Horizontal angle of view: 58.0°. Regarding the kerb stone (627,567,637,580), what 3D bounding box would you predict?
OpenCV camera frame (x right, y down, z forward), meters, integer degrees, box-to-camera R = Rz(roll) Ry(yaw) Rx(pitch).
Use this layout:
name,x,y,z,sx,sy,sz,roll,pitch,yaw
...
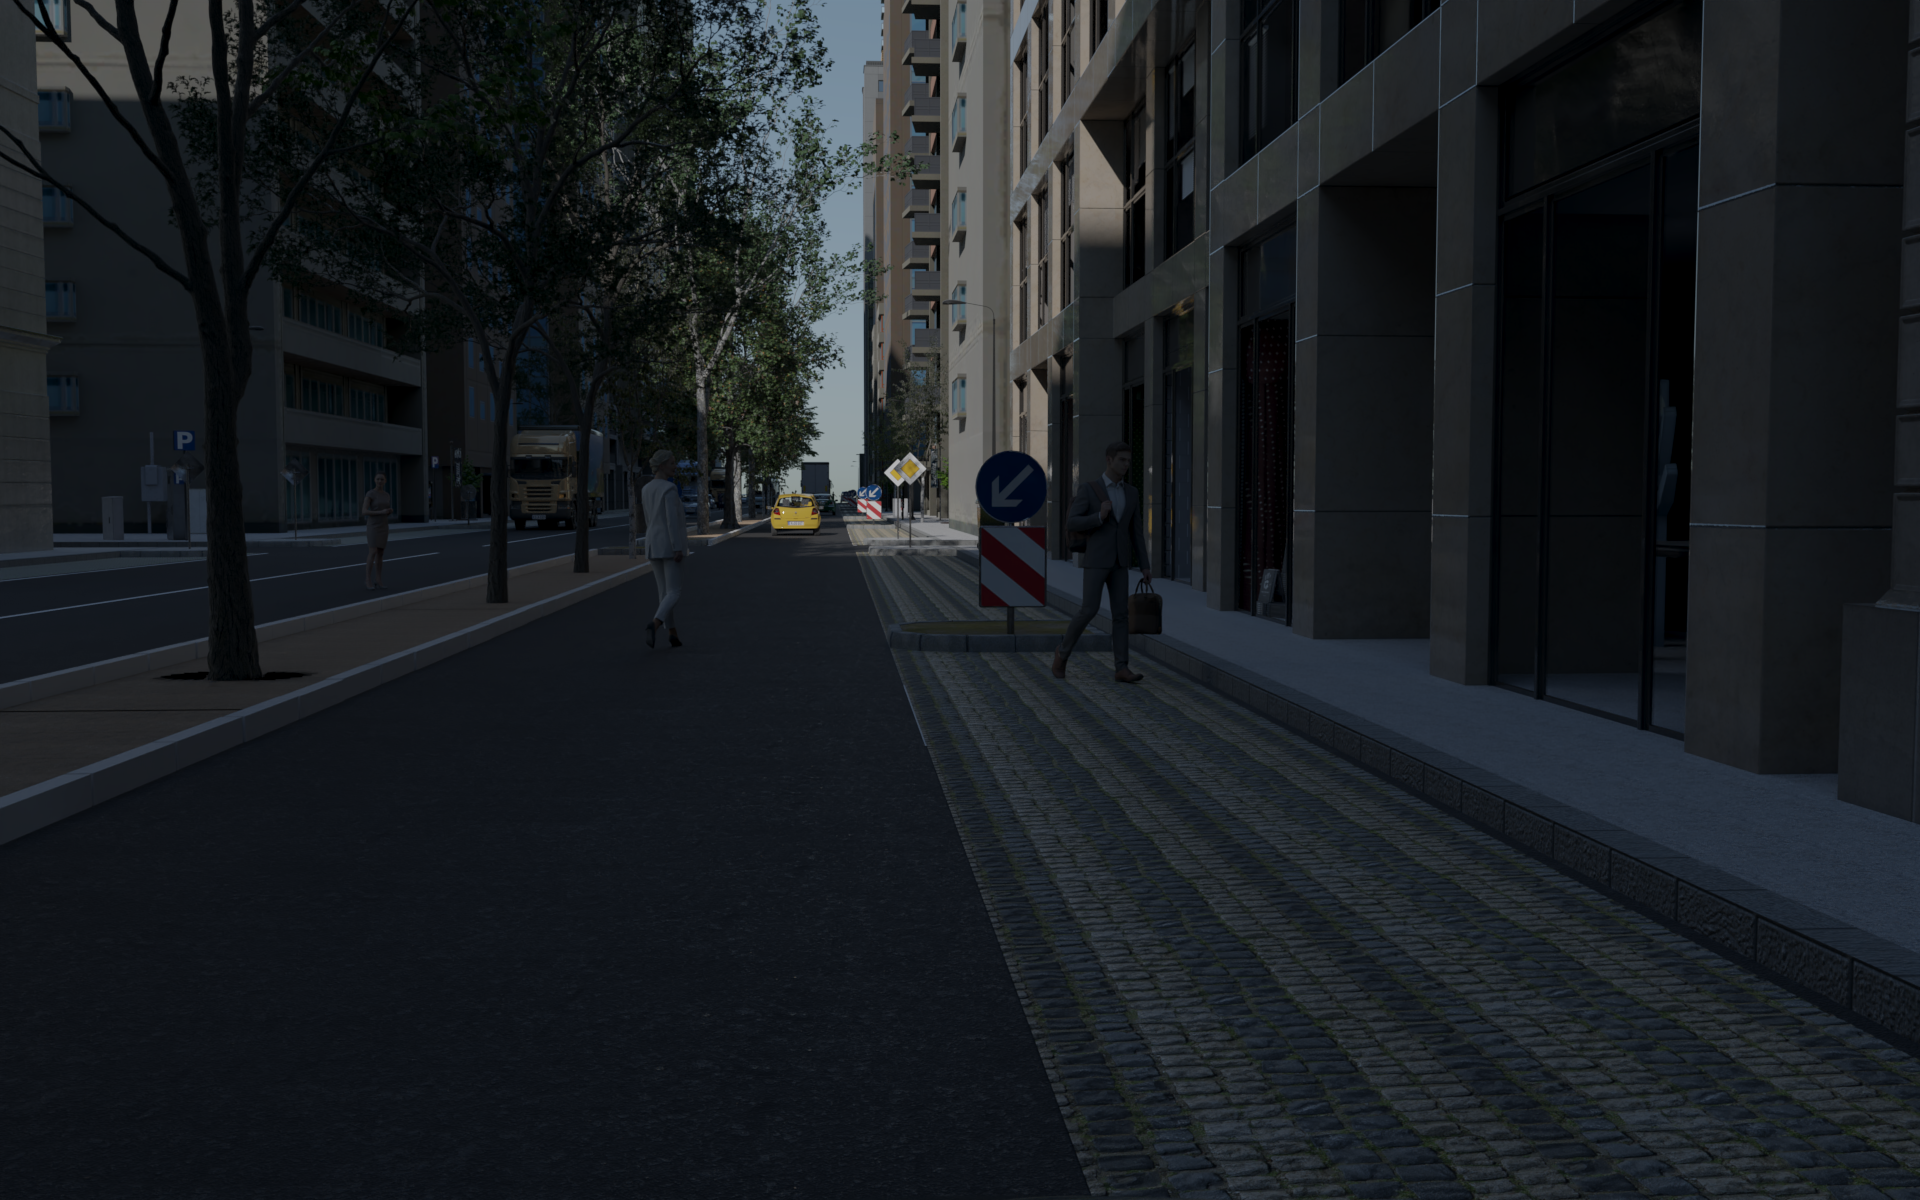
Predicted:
name,x,y,z,sx,sy,sz,roll,pitch,yaw
kerb stone,-5.556,-0.408,28.901,0.120,0.150,1.000,0,4,-4

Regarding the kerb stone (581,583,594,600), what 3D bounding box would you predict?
name,x,y,z,sx,sy,sz,roll,pitch,yaw
kerb stone,-5.191,-0.091,23.785,0.120,0.150,1.000,0,4,-4

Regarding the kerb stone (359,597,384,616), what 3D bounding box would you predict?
name,x,y,z,sx,sy,sz,roll,pitch,yaw
kerb stone,-7.063,0.100,20.560,0.120,0.150,1.000,0,4,-4

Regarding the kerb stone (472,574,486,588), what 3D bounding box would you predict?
name,x,y,z,sx,sy,sz,roll,pitch,yaw
kerb stone,-7.503,-0.274,26.682,0.120,0.150,1.000,0,4,-4

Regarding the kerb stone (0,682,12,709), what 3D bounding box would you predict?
name,x,y,z,sx,sy,sz,roll,pitch,yaw
kerb stone,-6.396,0.666,11.365,0.120,0.150,1.000,0,4,-4

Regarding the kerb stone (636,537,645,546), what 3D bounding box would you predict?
name,x,y,z,sx,sy,sz,roll,pitch,yaw
kerb stone,-9.181,-1.685,49.738,0.120,0.150,1.000,0,4,-4

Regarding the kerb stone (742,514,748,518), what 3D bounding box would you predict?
name,x,y,z,sx,sy,sz,roll,pitch,yaw
kerb stone,-13.482,-5.311,109.038,0.120,0.150,1.000,0,4,-4

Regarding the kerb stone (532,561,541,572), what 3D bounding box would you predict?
name,x,y,z,sx,sy,sz,roll,pitch,yaw
kerb stone,-7.879,-0.588,31.806,0.120,0.150,1.000,0,4,-4

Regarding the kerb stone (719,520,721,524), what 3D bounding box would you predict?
name,x,y,z,sx,sy,sz,roll,pitch,yaw
kerb stone,-11.473,-3.623,81.433,0.120,0.150,1.000,0,4,-4

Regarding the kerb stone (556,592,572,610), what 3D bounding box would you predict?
name,x,y,z,sx,sy,sz,roll,pitch,yaw
kerb stone,-5.042,0.031,21.736,0.120,0.150,1.000,0,4,-4

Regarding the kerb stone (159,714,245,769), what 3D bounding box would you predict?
name,x,y,z,sx,sy,sz,roll,pitch,yaw
kerb stone,-4.155,0.778,9.472,0.120,0.150,1.000,0,4,-4

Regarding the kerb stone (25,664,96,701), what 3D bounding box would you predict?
name,x,y,z,sx,sy,sz,roll,pitch,yaw
kerb stone,-6.474,0.602,12.390,0.120,0.150,1.000,0,4,-4

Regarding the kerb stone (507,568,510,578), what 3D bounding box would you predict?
name,x,y,z,sx,sy,sz,roll,pitch,yaw
kerb stone,-7.658,-0.400,28.731,0.120,0.150,1.000,0,4,-4

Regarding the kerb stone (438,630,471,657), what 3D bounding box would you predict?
name,x,y,z,sx,sy,sz,roll,pitch,yaw
kerb stone,-4.594,0.405,15.597,0.120,0.150,1.000,0,4,-4

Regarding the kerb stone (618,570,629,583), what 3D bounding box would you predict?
name,x,y,z,sx,sy,sz,roll,pitch,yaw
kerb stone,-5.491,-0.347,27.872,0.120,0.150,1.000,0,4,-4

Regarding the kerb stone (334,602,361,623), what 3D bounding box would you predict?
name,x,y,z,sx,sy,sz,roll,pitch,yaw
kerb stone,-6.985,0.162,19.540,0.120,0.150,1.000,0,4,-4

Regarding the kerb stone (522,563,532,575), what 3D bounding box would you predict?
name,x,y,z,sx,sy,sz,roll,pitch,yaw
kerb stone,-7.797,-0.525,30.774,0.120,0.150,1.000,0,4,-4

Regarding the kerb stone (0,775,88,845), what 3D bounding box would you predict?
name,x,y,z,sx,sy,sz,roll,pitch,yaw
kerb stone,-4.003,0.903,7.434,0.120,0.150,1.000,0,4,-4

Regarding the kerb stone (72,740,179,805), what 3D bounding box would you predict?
name,x,y,z,sx,sy,sz,roll,pitch,yaw
kerb stone,-4.079,0.841,8.453,0.120,0.150,1.000,0,4,-4

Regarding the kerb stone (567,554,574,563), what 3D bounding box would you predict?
name,x,y,z,sx,sy,sz,roll,pitch,yaw
kerb stone,-8.188,-0.838,35.898,0.120,0.150,1.000,0,4,-4

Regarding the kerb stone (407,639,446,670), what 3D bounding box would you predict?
name,x,y,z,sx,sy,sz,roll,pitch,yaw
kerb stone,-4.519,0.466,14.578,0.120,0.150,1.000,0,4,-4

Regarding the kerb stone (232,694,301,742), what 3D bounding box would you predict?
name,x,y,z,sx,sy,sz,roll,pitch,yaw
kerb stone,-4.223,0.716,10.493,0.120,0.150,1.000,0,4,-4

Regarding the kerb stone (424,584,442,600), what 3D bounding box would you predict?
name,x,y,z,sx,sy,sz,roll,pitch,yaw
kerb stone,-7.278,-0.087,23.619,0.120,0.150,1.000,0,4,-4

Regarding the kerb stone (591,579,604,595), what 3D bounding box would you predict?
name,x,y,z,sx,sy,sz,roll,pitch,yaw
kerb stone,-5.266,-0.160,24.810,0.120,0.150,1.000,0,4,-4

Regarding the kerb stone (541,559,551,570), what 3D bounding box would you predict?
name,x,y,z,sx,sy,sz,roll,pitch,yaw
kerb stone,-7.951,-0.648,32.826,0.120,0.150,1.000,0,4,-4

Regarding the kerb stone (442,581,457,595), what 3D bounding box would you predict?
name,x,y,z,sx,sy,sz,roll,pitch,yaw
kerb stone,-7.362,-0.145,24.639,0.120,0.150,1.000,0,4,-4

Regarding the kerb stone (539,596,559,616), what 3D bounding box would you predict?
name,x,y,z,sx,sy,sz,roll,pitch,yaw
kerb stone,-4.969,0.091,20.711,0.120,0.150,1.000,0,4,-4

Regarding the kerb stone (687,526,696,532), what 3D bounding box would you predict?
name,x,y,z,sx,sy,sz,roll,pitch,yaw
kerb stone,-10.442,-2.747,67.118,0.120,0.150,1.000,0,4,-4

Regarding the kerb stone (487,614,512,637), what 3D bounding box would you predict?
name,x,y,z,sx,sy,sz,roll,pitch,yaw
kerb stone,-4.744,0.278,17.653,0.120,0.150,1.000,0,4,-4

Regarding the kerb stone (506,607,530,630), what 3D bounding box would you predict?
name,x,y,z,sx,sy,sz,roll,pitch,yaw
kerb stone,-4.816,0.215,18.672,0.120,0.150,1.000,0,4,-4

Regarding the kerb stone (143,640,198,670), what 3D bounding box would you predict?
name,x,y,z,sx,sy,sz,roll,pitch,yaw
kerb stone,-6.619,0.474,14.439,0.120,0.150,1.000,0,4,-4

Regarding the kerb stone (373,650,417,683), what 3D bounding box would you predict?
name,x,y,z,sx,sy,sz,roll,pitch,yaw
kerb stone,-4.454,0.529,13.553,0.120,0.150,1.000,0,4,-4

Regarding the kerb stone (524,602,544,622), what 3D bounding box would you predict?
name,x,y,z,sx,sy,sz,roll,pitch,yaw
kerb stone,-4.904,0.153,19.691,0.120,0.150,1.000,0,4,-4

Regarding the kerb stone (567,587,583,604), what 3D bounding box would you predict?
name,x,y,z,sx,sy,sz,roll,pitch,yaw
kerb stone,-5.119,-0.031,22.765,0.120,0.150,1.000,0,4,-4

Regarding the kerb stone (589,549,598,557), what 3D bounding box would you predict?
name,x,y,z,sx,sy,sz,roll,pitch,yaw
kerb stone,-8.475,-1.088,39.992,0.120,0.150,1.000,0,4,-4

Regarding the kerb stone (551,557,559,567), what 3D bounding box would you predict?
name,x,y,z,sx,sy,sz,roll,pitch,yaw
kerb stone,-8.029,-0.713,33.848,0.120,0.150,1.000,0,4,-4

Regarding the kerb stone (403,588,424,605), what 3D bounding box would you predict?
name,x,y,z,sx,sy,sz,roll,pitch,yaw
kerb stone,-7.205,-0.024,22.599,0.120,0.150,1.000,0,4,-4

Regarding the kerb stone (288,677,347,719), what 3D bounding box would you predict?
name,x,y,z,sx,sy,sz,roll,pitch,yaw
kerb stone,-4.296,0.657,11.513,0.120,0.150,1.000,0,4,-4

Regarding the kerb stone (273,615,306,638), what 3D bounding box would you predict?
name,x,y,z,sx,sy,sz,roll,pitch,yaw
kerb stone,-6.843,0.287,17.497,0.120,0.150,1.000,0,4,-4

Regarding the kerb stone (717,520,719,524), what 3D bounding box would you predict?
name,x,y,z,sx,sy,sz,roll,pitch,yaw
kerb stone,-11.413,-3.560,80.404,0.120,0.150,1.000,0,4,-4

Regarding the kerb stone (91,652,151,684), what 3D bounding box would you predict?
name,x,y,z,sx,sy,sz,roll,pitch,yaw
kerb stone,-6.548,0.540,13.410,0.120,0.150,1.000,0,4,-4

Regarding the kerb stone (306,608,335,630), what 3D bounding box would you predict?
name,x,y,z,sx,sy,sz,roll,pitch,yaw
kerb stone,-6.913,0.225,18.517,0.120,0.150,1.000,0,4,-4

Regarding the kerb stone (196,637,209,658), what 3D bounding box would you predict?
name,x,y,z,sx,sy,sz,roll,pitch,yaw
kerb stone,-6.684,0.412,15.459,0.120,0.150,1.000,0,4,-4

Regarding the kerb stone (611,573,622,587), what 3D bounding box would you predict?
name,x,y,z,sx,sy,sz,roll,pitch,yaw
kerb stone,-5.407,-0.285,26.849,0.120,0.150,1.000,0,4,-4

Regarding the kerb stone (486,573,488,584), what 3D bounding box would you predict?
name,x,y,z,sx,sy,sz,roll,pitch,yaw
kerb stone,-7.577,-0.337,27.702,0.120,0.150,1.000,0,4,-4

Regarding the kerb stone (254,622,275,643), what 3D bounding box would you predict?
name,x,y,z,sx,sy,sz,roll,pitch,yaw
kerb stone,-6.766,0.350,16.478,0.120,0.150,1.000,0,4,-4

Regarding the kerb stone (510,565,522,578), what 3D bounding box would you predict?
name,x,y,z,sx,sy,sz,roll,pitch,yaw
kerb stone,-7.721,-0.462,29.751,0.120,0.150,1.000,0,4,-4

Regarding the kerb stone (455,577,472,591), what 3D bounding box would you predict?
name,x,y,z,sx,sy,sz,roll,pitch,yaw
kerb stone,-7.435,-0.210,25.658,0.120,0.150,1.000,0,4,-4

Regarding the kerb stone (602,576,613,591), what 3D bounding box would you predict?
name,x,y,z,sx,sy,sz,roll,pitch,yaw
kerb stone,-5.341,-0.221,25.829,0.120,0.150,1.000,0,4,-4

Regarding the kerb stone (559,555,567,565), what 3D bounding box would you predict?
name,x,y,z,sx,sy,sz,roll,pitch,yaw
kerb stone,-8.100,-0.776,34.876,0.120,0.150,1.000,0,4,-4

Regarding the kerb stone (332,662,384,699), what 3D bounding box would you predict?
name,x,y,z,sx,sy,sz,roll,pitch,yaw
kerb stone,-4.380,0.591,12.531,0.120,0.150,1.000,0,4,-4

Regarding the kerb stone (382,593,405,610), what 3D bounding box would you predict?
name,x,y,z,sx,sy,sz,roll,pitch,yaw
kerb stone,-7.134,0.038,21.579,0.120,0.150,1.000,0,4,-4

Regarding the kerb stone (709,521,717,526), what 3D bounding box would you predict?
name,x,y,z,sx,sy,sz,roll,pitch,yaw
kerb stone,-11.331,-3.495,79.386,0.120,0.150,1.000,0,4,-4

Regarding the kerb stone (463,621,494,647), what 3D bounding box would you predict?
name,x,y,z,sx,sy,sz,roll,pitch,yaw
kerb stone,-4.662,0.341,16.624,0.120,0.150,1.000,0,4,-4
